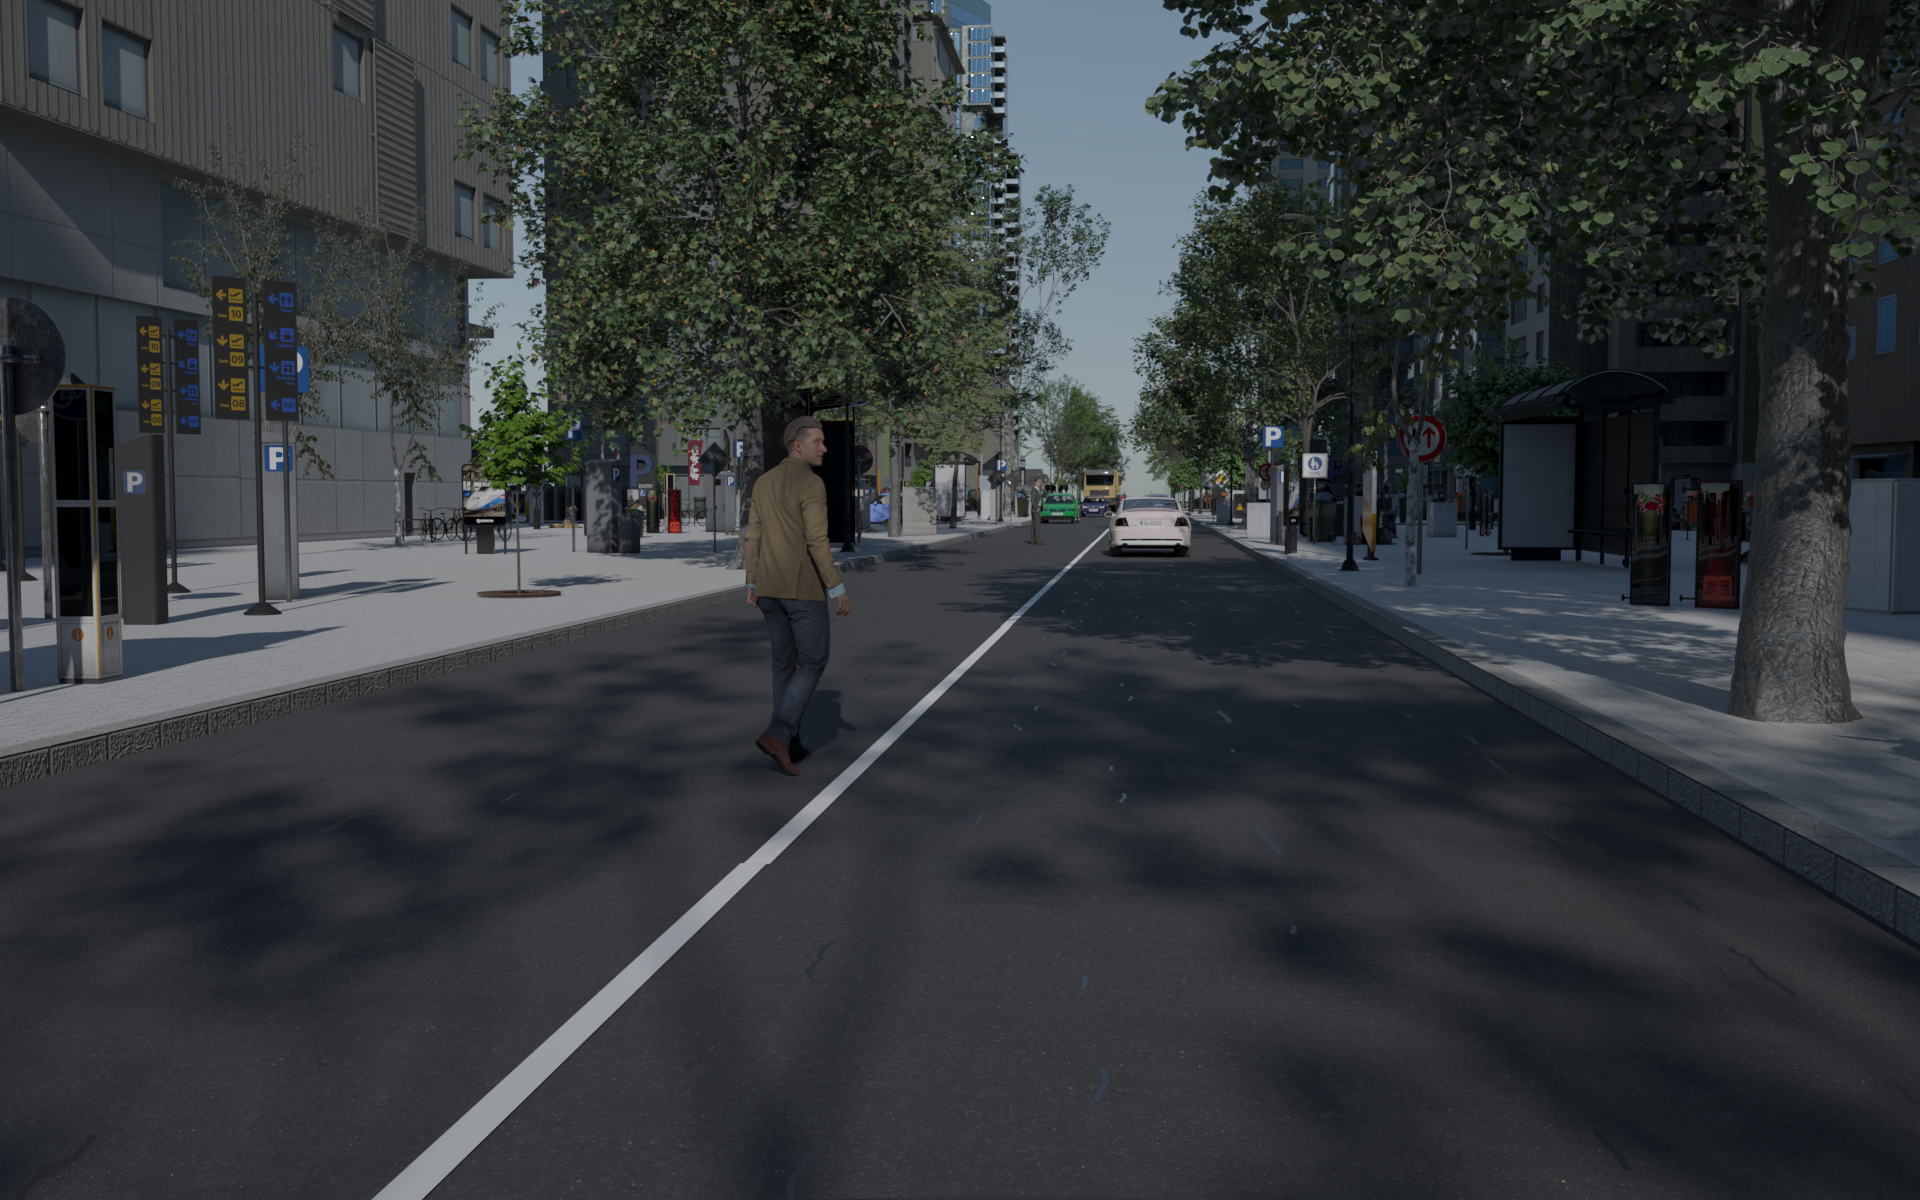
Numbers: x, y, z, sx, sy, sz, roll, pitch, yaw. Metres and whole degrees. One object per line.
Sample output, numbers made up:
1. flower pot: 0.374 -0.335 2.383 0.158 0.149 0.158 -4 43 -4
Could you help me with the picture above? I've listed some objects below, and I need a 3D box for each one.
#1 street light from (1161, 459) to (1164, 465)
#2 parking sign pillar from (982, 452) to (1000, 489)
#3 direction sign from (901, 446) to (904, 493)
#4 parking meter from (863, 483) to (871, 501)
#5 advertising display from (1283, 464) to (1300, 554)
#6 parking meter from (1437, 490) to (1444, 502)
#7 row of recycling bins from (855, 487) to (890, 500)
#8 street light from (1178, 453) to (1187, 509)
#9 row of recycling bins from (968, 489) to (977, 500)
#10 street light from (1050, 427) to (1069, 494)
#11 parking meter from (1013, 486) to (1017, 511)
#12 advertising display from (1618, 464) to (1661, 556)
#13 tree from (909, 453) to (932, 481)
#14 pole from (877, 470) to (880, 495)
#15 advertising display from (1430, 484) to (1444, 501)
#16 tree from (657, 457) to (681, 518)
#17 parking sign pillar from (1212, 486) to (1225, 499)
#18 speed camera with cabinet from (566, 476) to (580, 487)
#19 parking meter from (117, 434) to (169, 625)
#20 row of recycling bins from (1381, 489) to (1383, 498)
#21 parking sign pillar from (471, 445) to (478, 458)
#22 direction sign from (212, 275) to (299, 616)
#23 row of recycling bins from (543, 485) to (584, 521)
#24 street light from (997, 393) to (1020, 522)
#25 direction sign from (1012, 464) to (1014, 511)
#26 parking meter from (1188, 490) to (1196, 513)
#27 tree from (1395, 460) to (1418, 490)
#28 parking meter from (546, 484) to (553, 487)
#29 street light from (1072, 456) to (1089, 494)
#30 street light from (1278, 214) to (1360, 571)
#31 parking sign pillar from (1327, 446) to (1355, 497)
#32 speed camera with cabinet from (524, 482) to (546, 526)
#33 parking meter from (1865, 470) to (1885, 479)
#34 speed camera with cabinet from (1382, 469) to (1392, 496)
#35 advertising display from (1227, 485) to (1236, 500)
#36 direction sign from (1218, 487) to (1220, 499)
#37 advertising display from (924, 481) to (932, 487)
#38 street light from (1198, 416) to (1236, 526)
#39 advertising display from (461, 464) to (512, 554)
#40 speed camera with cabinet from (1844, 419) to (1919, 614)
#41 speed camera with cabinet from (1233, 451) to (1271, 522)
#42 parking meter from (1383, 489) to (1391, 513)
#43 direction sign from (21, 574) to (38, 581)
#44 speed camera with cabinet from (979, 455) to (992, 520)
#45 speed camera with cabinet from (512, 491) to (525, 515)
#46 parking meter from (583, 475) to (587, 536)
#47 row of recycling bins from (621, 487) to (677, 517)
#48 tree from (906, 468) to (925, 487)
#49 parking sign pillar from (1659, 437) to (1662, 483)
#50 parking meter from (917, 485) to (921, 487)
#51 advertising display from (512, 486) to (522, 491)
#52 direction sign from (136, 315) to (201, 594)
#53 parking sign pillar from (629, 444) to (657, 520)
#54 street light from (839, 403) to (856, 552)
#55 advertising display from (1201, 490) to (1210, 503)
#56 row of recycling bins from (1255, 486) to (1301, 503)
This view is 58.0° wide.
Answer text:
1. street light: 27.464 -15.705 229.313 1.470 5.913 1.316 0 4 6
2. parking sign pillar: 2.017 -7.572 112.275 1.447 3.967 1.447 2 4 29
3. direction sign: -2.718 -5.504 81.981 0.379 3.537 0.876 -1 4 -9
4. parking meter: -4.853 -5.192 90.595 0.399 1.863 0.255 1 4 8
5. advertising display: 7.121 -1.957 37.210 0.123 1.923 0.974 2 4 25
6. parking meter: 27.560 -5.560 99.322 0.372 1.533 0.369 0 3 0
7. row of recycling bins: -4.826 -5.842 102.637 3.534 1.692 1.069 0 4 0
8. street light: 14.875 -8.471 111.045 1.470 5.913 1.316 0 4 6
9. row of recycling bins: 1.119 -8.186 140.952 1.069 1.692 3.534 0 4 2
10. street light: 6.861 -9.051 120.519 1.470 5.913 1.316 0 4 6
11. parking meter: 3.677 -6.504 112.047 0.399 1.863 0.255 3 5 43
12. advertising display: 14.157 -1.892 36.140 0.974 1.923 0.123 -1 4 -17
13. tree: -2.291 -9.401 137.413 4.285 4.588 4.351 0 3 0
14. pole: -6.799 -9.236 144.850 0.158 3.312 0.155 0 3 0
15. advertising display: 30.148 -6.378 109.493 0.974 1.923 0.123 -2 4 -24
16. tree: -15.896 -5.938 91.690 1.663 3.219 1.824 0 3 0
17. parking sign pillar: 18.454 -8.190 122.376 1.447 3.967 1.447 1 4 16
18. speed camera with cabinet: -19.000 -5.739 88.175 2.038 3.252 0.660 -1 4 -16
19. parking meter: -8.046 -0.692 17.028 0.399 1.863 0.255 0 4 5
20. row of recycling bins: 32.994 -7.928 136.733 1.069 1.692 3.534 0 4 5
21. parking sign pillar: -19.070 -4.808 67.076 1.447 3.967 1.447 2 4 27
22. direction sign: -7.428 -1.611 18.337 0.876 3.537 0.379 -3 5 -45
23. row of recycling bins: -18.726 -4.650 83.147 3.534 1.692 1.069 2 4 35
24. street light: 2.409 -6.529 79.294 1.470 5.913 1.316 0 4 6
25. direction sign: 3.983 -8.514 131.201 0.379 3.537 0.876 0 3 0
26. parking meter: 15.806 -6.735 118.531 0.372 1.533 0.369 0 3 0
27. tree: 25.054 -6.252 96.820 1.663 3.219 1.824 0 3 0
28. parking meter: -28.297 -6.957 119.454 0.255 1.863 0.399 1 4 11
29. street light: 10.623 -11.185 155.411 1.470 5.913 1.316 0 4 6
30. street light: 5.976 -3.443 28.839 1.470 5.913 1.316 0 4 6
31. parking sign pillar: 18.703 -5.908 85.062 1.447 3.967 1.447 3 5 41
32. speed camera with cabinet: -17.194 -4.638 70.164 0.660 3.252 2.038 -1 4 -14
33. parking meter: 22.014 -2.201 41.704 0.255 1.863 0.399 -2 4 -24
34. speed camera with cabinet: 33.733 -8.877 139.477 2.038 3.252 0.660 2 4 30
35. advertising display: 15.924 -5.912 101.877 0.123 1.923 0.974 -2 4 -26
36. direction sign: 17.363 -7.589 116.076 0.876 3.537 0.379 -2 4 -28
37. advertising display: -1.499 -4.768 83.166 0.123 1.923 0.974 1 4 23
38. street light: 10.443 -5.963 70.040 1.470 5.913 1.316 0 4 6
39. advertising display: -10.128 -1.941 36.948 0.974 1.923 0.123 0 4 3
40. speed camera with cabinet: 9.962 -1.531 19.360 0.660 3.252 2.038 -1 4 -12
41. speed camera with cabinet: 13.647 -5.270 80.503 2.038 3.252 0.660 2 4 30
42. parking meter: 22.169 -4.988 89.968 0.372 1.533 0.369 0 3 0
43. direction sign: -13.862 -2.050 25.518 0.876 3.537 0.379 2 4 24
44. speed camera with cabinet: 1.298 -5.638 86.510 0.660 3.252 2.038 0 4 -2
45. speed camera with cabinet: -25.837 -6.702 103.919 2.038 3.252 0.660 0 4 -7
46. parking meter: -11.343 -2.905 53.213 0.255 1.863 0.399 3 5 43
47. row of recycling bins: -17.090 -5.375 94.990 3.534 1.692 1.069 1 4 10
48. tree: -3.366 -8.174 128.248 1.663 3.219 1.824 0 3 0
49. parking sign pillar: 32.513 -5.707 81.785 1.447 3.967 1.447 -2 4 -29
50. parking meter: -2.788 -6.781 116.585 0.255 1.863 0.399 0 4 8
51. advertising display: -31.023 -7.085 121.053 0.974 1.923 0.123 2 4 32
52. direction sign: -10.199 -1.859 22.393 0.379 3.537 0.876 2 4 30
53. parking sign pillar: -15.648 -5.941 85.614 1.447 3.967 1.447 0 4 3
54. street light: -1.953 -4.015 38.181 1.470 5.913 1.316 0 4 6
55. advertising display: 20.833 -8.651 146.657 0.974 1.923 0.123 -2 4 -32
56. row of recycling bins: 16.867 -5.253 93.004 3.534 1.692 1.069 -2 4 -31
